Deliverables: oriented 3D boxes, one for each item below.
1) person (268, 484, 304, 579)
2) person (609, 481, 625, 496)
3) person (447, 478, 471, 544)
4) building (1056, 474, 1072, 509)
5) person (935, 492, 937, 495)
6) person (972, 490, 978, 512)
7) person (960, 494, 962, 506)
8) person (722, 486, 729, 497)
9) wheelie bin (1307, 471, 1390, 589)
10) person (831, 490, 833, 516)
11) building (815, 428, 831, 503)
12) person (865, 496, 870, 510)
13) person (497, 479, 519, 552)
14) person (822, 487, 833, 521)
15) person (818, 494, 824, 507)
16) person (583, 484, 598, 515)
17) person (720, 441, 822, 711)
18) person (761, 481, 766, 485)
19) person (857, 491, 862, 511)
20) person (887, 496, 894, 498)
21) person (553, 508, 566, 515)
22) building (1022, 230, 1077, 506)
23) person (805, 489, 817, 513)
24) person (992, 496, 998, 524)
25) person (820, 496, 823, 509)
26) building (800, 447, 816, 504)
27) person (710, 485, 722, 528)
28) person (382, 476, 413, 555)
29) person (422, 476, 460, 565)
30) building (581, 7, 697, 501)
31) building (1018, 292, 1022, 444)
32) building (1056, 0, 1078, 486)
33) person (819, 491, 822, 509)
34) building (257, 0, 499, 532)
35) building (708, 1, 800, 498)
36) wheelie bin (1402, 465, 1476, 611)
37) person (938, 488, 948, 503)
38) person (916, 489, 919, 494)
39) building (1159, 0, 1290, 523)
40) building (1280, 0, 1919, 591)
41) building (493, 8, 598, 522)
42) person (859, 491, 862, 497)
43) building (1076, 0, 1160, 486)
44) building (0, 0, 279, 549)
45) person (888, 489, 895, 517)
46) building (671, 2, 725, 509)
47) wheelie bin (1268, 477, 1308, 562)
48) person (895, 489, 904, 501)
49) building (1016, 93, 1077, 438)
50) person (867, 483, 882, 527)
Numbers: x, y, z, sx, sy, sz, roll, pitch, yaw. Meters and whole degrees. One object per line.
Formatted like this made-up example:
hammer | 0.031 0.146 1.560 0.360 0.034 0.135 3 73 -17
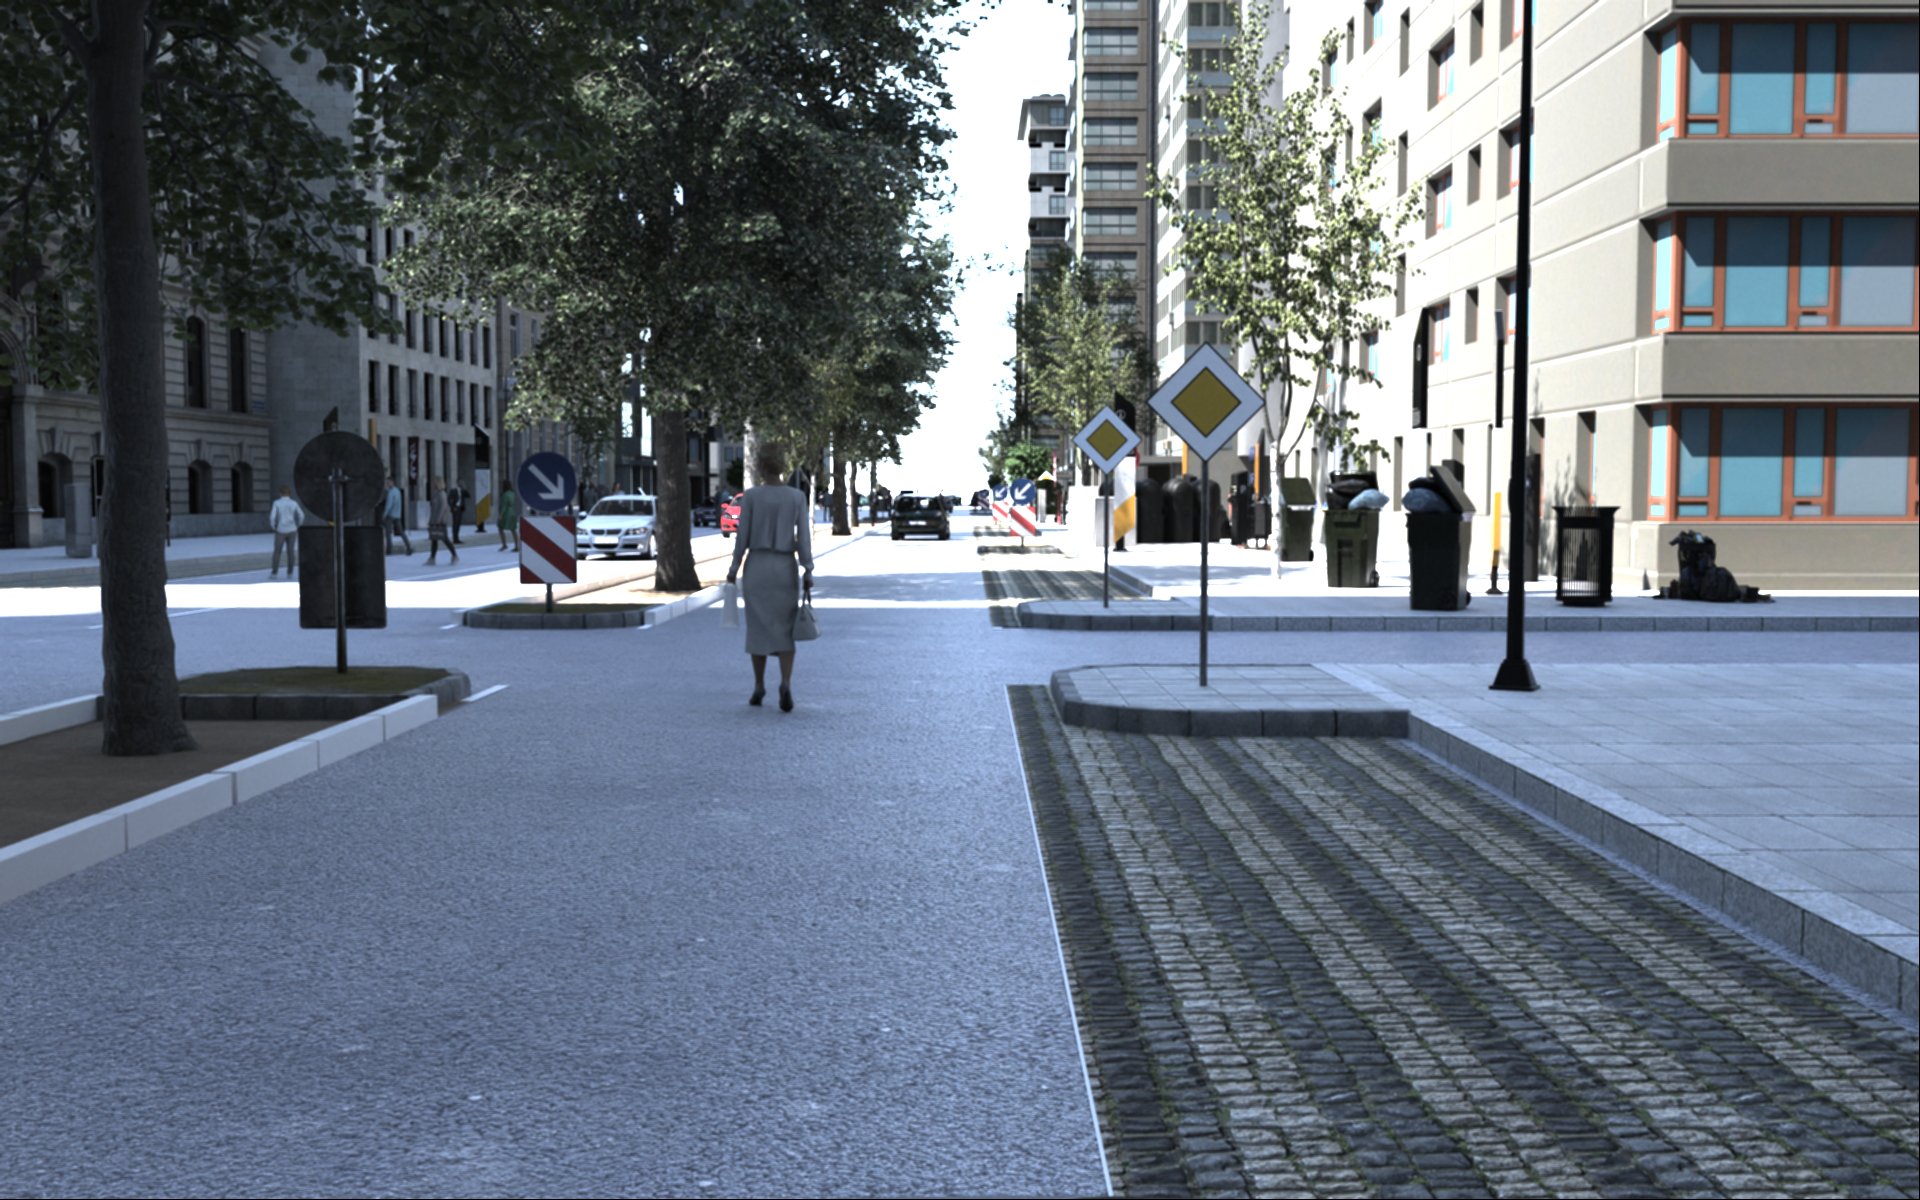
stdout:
person | -11.455 -1.169 29.420 0.589 1.601 0.330 -2 4 -30
person | -10.193 -2.611 51.292 0.616 1.811 0.778 -1 4 -15
person | -14.399 -2.568 49.841 0.474 1.900 0.648 1 4 20
building | 23.814 -28.346 155.344 32.217 40.220 23.993 0 4 0
person | -3.471 -14.888 252.652 0.721 1.736 1.217 0 4 4
person | 1.137 -7.312 128.970 0.541 1.710 0.530 -1 4 -21
person | 0.145 -12.443 215.195 0.557 1.426 1.065 0 4 3
person | -12.556 -5.162 92.761 0.748 1.841 0.638 3 5 44
wheelie bin | 5.383 -0.965 23.679 0.980 1.594 0.693 2 4 31
person | -8.163 -6.195 110.619 1.217 1.723 0.721 3 5 42
building | -25.715 -36.348 244.392 14.600 45.320 14.200 0 4 0
person | -7.551 -8.495 148.076 1.217 1.739 0.721 1 4 17
person | -11.233 -2.098 43.051 0.529 1.795 0.600 0 4 5
person | -6.958 -5.025 90.928 0.678 1.792 0.850 1 4 11
person | -12.259 -8.771 155.168 1.065 1.426 0.557 -1 4 -23
person | -14.259 -3.582 67.166 0.694 1.812 0.767 1 4 9
person | -1.280 -0.163 11.516 0.694 1.780 0.624 0 4 2
person | -6.168 -2.837 54.791 0.656 1.842 0.836 -1 4 -10
person | -8.785 -8.583 149.758 0.530 1.710 0.541 -1 4 -17
person | -9.120 -13.039 221.326 1.348 1.869 0.705 -1 4 -12
person | -11.201 -2.453 48.632 0.654 1.822 0.581 1 4 23
building | 14.504 -25.648 191.045 14.160 30.474 14.107 0 4 0
person | -11.706 -7.703 134.472 1.348 1.821 0.705 2 4 27
person | 1.708 -4.431 81.190 0.600 1.795 0.529 2 4 27
person | -13.211 -9.500 167.019 0.628 1.438 0.799 0 4 4
building | -25.731 -27.208 216.544 14.160 30.474 14.107 0 4 0
person | -10.159 -3.888 72.252 0.590 1.801 0.661 -1 4 -16
person | -13.165 -1.956 40.344 0.748 1.841 0.638 1 4 20
person | -10.443 -1.601 34.852 0.728 1.800 0.709 -2 4 -26
building | -30.078 -29.994 110.003 23.786 49.044 30.456 0 4 0
building | 14.485 -26.509 205.127 14.160 30.474 14.107 0 4 0
building | 19.368 -31.054 127.344 23.786 49.044 30.456 0 4 0
person | -13.451 -9.760 168.527 0.568 1.767 0.683 0 4 2
building | -25.002 -12.881 65.362 10.420 20.320 16.860 0 4 0
building | -29.971 -39.900 194.362 21.231 58.520 28.212 0 4 0
wheelie bin | 5.304 -0.693 19.237 0.693 1.594 0.980 2 4 30
person | -0.965 -5.515 99.122 0.568 1.767 0.683 0 4 1
person | -2.333 -5.362 96.988 1.217 1.723 0.721 1 4 15
building | 22.377 -23.872 82.184 32.217 40.220 23.993 0 4 0
building | 23.689 -11.677 35.958 28.899 21.520 27.650 0 4 0
building | -25.953 -18.252 84.331 13.634 28.700 20.117 0 4 0
person | -10.947 -11.207 191.815 1.350 1.814 0.705 1 4 13
building | 14.029 -25.797 105.368 14.154 41.232 14.086 0 4 0
building | -27.647 -13.447 38.935 14.460 24.649 34.723 0 4 0
person | -4.299 -6.072 108.489 0.721 1.743 1.217 -1 4 -17
building | -31.192 -29.671 139.743 22.147 44.769 28.867 0 4 0
wheelie bin | 6.259 -1.518 32.735 0.980 1.594 0.693 -1 4 -18
person | -3.772 -6.351 113.124 1.217 1.735 0.721 -3 5 -40
building | 21.992 -38.917 225.532 28.713 52.752 27.495 0 4 0
person | -3.690 -4.120 75.223 0.474 1.900 0.648 2 4 28
